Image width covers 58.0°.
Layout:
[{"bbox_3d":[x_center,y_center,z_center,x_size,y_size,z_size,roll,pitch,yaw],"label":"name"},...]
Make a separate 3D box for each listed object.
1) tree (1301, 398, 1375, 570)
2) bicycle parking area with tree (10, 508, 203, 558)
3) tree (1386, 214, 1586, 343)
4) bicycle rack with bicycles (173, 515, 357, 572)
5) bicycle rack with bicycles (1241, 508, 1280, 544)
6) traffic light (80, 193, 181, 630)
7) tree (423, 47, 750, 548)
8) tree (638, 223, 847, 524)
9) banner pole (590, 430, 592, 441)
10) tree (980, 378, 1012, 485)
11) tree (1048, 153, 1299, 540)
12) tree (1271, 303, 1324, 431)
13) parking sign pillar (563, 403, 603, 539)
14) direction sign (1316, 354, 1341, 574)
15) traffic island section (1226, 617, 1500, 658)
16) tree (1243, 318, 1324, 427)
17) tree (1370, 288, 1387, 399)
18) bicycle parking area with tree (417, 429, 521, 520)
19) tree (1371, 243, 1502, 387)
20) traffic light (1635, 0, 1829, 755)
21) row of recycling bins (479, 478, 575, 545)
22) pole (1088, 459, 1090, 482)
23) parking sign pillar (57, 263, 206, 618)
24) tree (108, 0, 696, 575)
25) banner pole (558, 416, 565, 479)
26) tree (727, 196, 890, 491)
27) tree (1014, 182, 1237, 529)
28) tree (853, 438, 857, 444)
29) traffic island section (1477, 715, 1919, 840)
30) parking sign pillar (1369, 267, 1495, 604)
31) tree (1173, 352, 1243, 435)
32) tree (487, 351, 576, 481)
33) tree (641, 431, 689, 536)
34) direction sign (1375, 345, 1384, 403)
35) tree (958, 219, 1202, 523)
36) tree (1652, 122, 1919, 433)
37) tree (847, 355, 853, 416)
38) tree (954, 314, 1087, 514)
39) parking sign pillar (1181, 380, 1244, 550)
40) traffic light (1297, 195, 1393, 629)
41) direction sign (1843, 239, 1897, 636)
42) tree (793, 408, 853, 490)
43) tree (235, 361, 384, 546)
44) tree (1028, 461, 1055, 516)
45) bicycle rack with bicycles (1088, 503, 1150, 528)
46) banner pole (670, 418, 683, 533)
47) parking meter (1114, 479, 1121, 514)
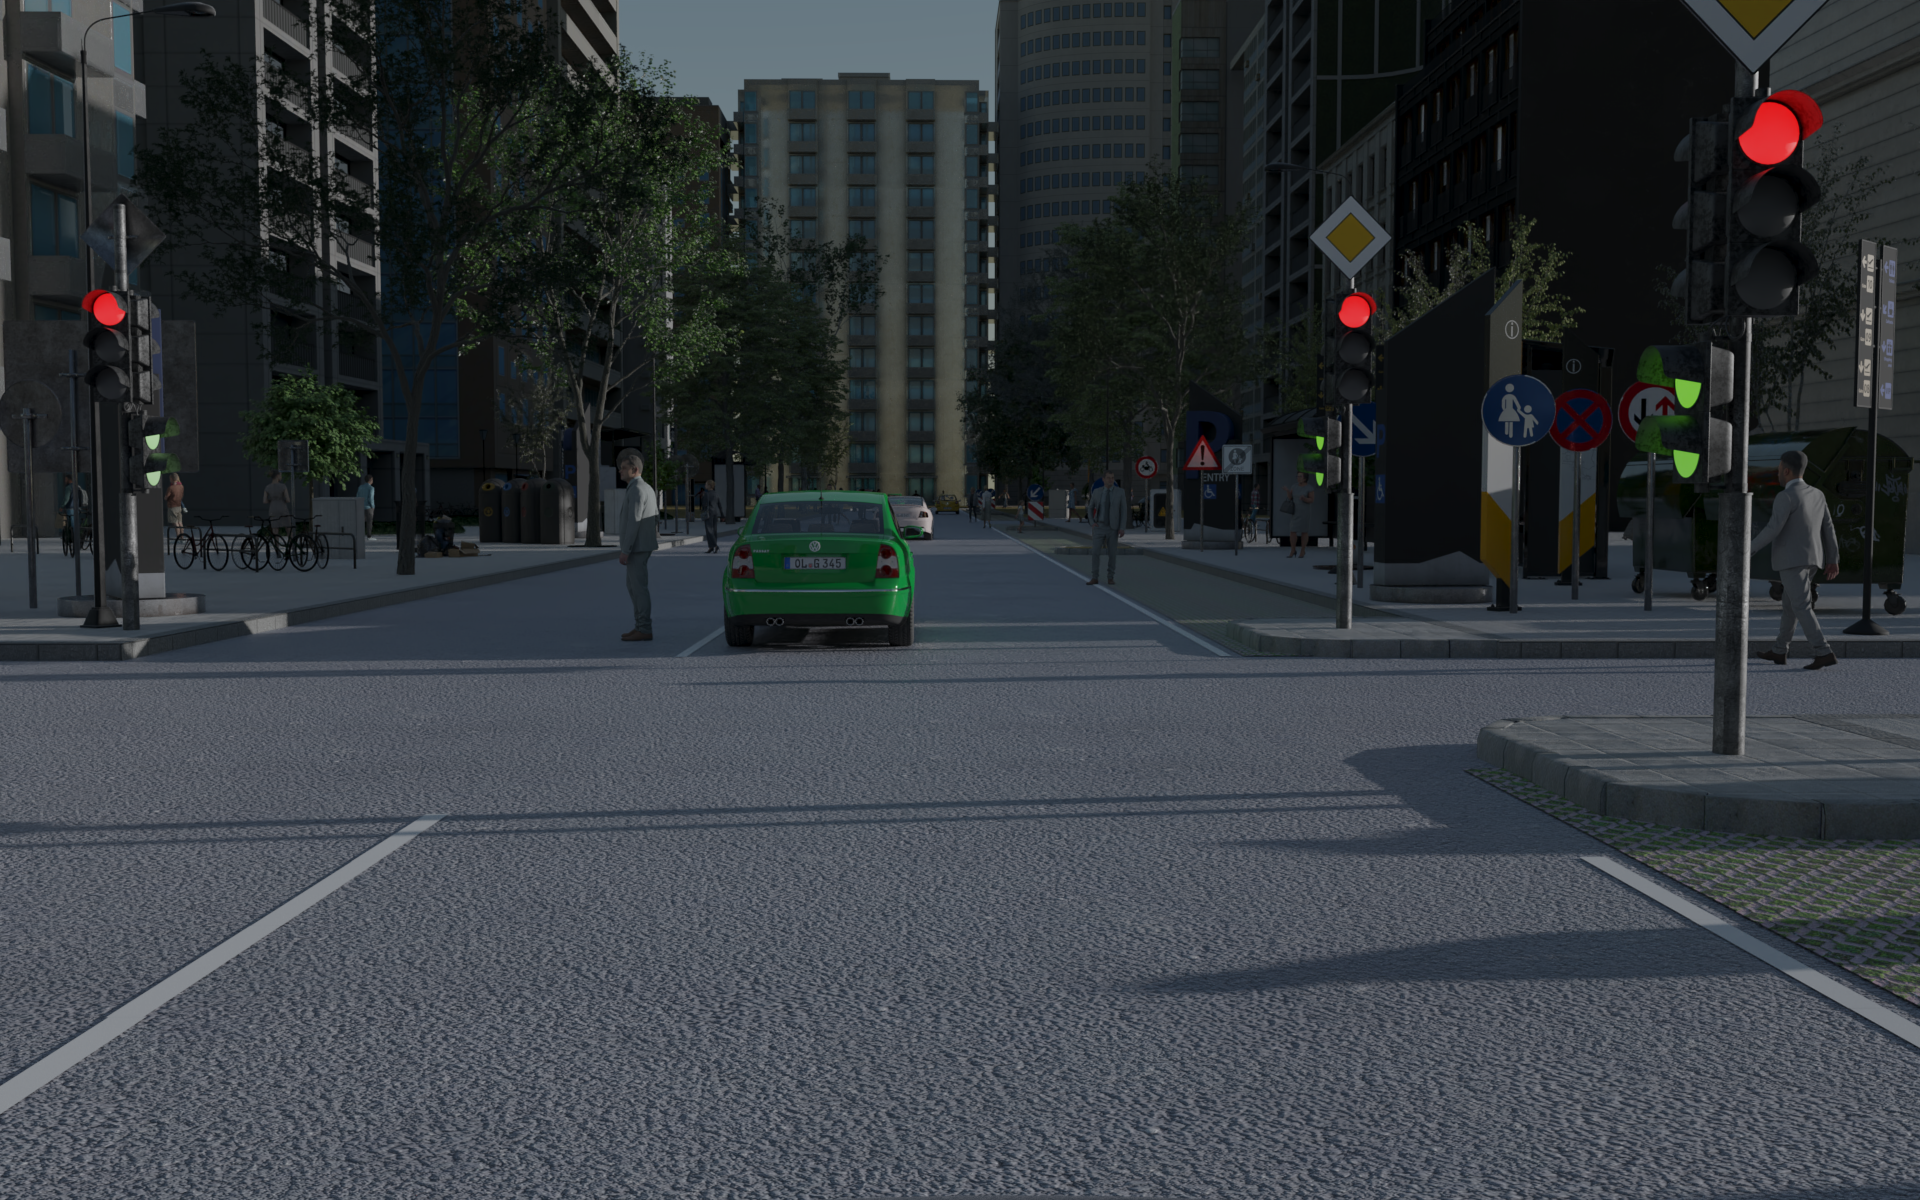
[{"bbox_3d":[6.524,-2.128,29.401,1.663,3.219,1.824,0,3,0],"label":"tree"},{"bbox_3d":[-20.057,-2.924,34.812,8.231,4.147,9.016,-2,4,-31],"label":"bicycle parking area with tree"},{"bbox_3d":[13.961,-5.796,45.129,4.737,8.622,4.395,0,3,0],"label":"tree"},{"bbox_3d":[-11.581,-0.978,29.369,2.925,0.926,2.852,3,5,41],"label":"bicycle rack with bicycles"},{"bbox_3d":[7.136,-1.961,45.446,2.852,0.926,2.925,0,4,2],"label":"bicycle rack with bicycles"},{"bbox_3d":[-7.808,-1.671,16.237,0.839,4.253,0.868,0,4,-1],"label":"traffic light"},{"bbox_3d":[-8.899,-7.072,41.390,9.928,11.665,9.643,0,3,0],"label":"tree"},{"bbox_3d":[-10.160,-9.486,73.226,7.486,12.596,7.792,0,3,0],"label":"tree"},{"bbox_3d":[-12.670,-4.251,59.527,0.863,3.779,0.401,-2,4,-30],"label":"banner pole"},{"bbox_3d":[5.021,-13.423,137.586,7.486,12.596,7.792,0,3,0],"label":"tree"},{"bbox_3d":[5.648,-6.974,48.432,7.601,10.594,8.767,-3,4,-38],"label":"tree"},{"bbox_3d":[13.812,-7.085,66.199,4.737,8.622,4.395,0,3,0],"label":"tree"},{"bbox_3d":[-11.167,-3.796,50.535,1.447,3.967,1.447,0,4,5],"label":"parking sign pillar"},{"bbox_3d":[6.120,-2.191,27.814,0.876,3.537,0.379,3,4,38],"label":"direction sign"},{"bbox_3d":[3.691,0.350,16.562,2.009,0.180,2.903,0,4,-1],"label":"traffic island section"},{"bbox_3d":[14.948,-7.477,72.615,4.360,8.622,3.978,0,3,0],"label":"tree"},{"bbox_3d":[15.056,-6.675,59.494,4.737,8.622,4.395,0,3,0],"label":"tree"},{"bbox_3d":[-20.856,-5.642,79.245,9.016,4.147,8.231,1,4,15],"label":"bicycle parking area with tree"},{"bbox_3d":[13.795,-6.122,50.457,4.360,8.622,3.978,0,3,0],"label":"tree"},{"bbox_3d":[3.787,-1.195,8.463,0.839,4.253,0.868,0,4,-1],"label":"traffic light"},{"bbox_3d":[-11.302,-2.327,45.163,3.534,1.692,1.069,3,5,40],"label":"row of recycling bins"},{"bbox_3d":[6.762,-5.893,90.195,0.158,3.312,0.155,0,3,0],"label":"pole"},{"bbox_3d":[-8.895,-1.837,18.509,1.447,3.967,1.447,-2,4,-35],"label":"parking sign pillar"},{"bbox_3d":[-8.667,-5.657,26.899,8.767,10.594,7.601,-2,4,-28],"label":"tree"},{"bbox_3d":[-12.810,-4.022,55.770,0.401,3.779,0.863,-2,4,-27],"label":"banner pole"},{"bbox_3d":[-11.685,-15.712,112.786,12.611,20.169,13.585,0,3,0],"label":"tree"},{"bbox_3d":[6.290,-8.860,62.986,7.486,12.596,7.792,0,3,0],"label":"tree"},{"bbox_3d":[-10.982,-12.156,149.110,4.737,8.622,4.395,0,3,0],"label":"tree"},{"bbox_3d":[3.827,0.838,8.578,2.009,0.180,2.903,0,4,-1],"label":"traffic island section"},{"bbox_3d":[5.682,-1.977,20.793,1.447,3.967,1.447,0,4,-5],"label":"parking sign pillar"},{"bbox_3d":[12.575,-8.448,88.482,4.360,8.622,3.978,0,3,0],"label":"tree"},{"bbox_3d":[-21.096,-8.319,86.376,4.360,8.622,3.978,0,3,0],"label":"tree"},{"bbox_3d":[-9.283,-3.591,53.318,1.663,3.219,1.824,0,3,0],"label":"tree"},{"bbox_3d":[6.754,-2.107,26.451,0.876,3.537,0.379,0,4,-4],"label":"direction sign"},{"bbox_3d":[5.863,-10.205,77.220,12.009,13.543,11.850,0,3,0],"label":"tree"},{"bbox_3d":[16.448,-5.159,34.710,4.360,8.622,3.978,0,3,0],"label":"tree"},{"bbox_3d":[-9.147,-10.643,92.135,7.486,12.596,7.792,0,3,0],"label":"tree"},{"bbox_3d":[4.454,-11.854,110.820,9.611,12.733,9.660,0,3,0],"label":"tree"},{"bbox_3d":[5.907,-3.178,40.439,1.447,3.967,1.447,2,4,32],"label":"parking sign pillar"},{"bbox_3d":[3.651,-1.684,16.447,0.839,4.253,0.868,0,4,-1],"label":"traffic light"},{"bbox_3d":[8.308,-1.454,15.778,0.876,3.537,0.379,-3,5,-43],"label":"direction sign"},{"bbox_3d":[-11.062,-10.915,128.823,4.737,8.622,4.395,0,3,0],"label":"tree"},{"bbox_3d":[-16.065,-3.620,42.898,4.285,4.588,4.351,0,3,0],"label":"tree"},{"bbox_3d":[4.413,-6.464,100.290,1.663,3.219,1.824,0,3,0],"label":"tree"},{"bbox_3d":[6.686,-3.267,66.799,2.852,0.926,2.925,-2,4,-32],"label":"bicycle rack with bicycles"},{"bbox_3d":[-9.460,-4.118,57.353,0.401,3.779,0.863,-2,4,-26],"label":"banner pole"},{"bbox_3d":[6.162,-3.858,68.791,0.255,1.863,0.399,-3,5,-44],"label":"parking meter"}]
